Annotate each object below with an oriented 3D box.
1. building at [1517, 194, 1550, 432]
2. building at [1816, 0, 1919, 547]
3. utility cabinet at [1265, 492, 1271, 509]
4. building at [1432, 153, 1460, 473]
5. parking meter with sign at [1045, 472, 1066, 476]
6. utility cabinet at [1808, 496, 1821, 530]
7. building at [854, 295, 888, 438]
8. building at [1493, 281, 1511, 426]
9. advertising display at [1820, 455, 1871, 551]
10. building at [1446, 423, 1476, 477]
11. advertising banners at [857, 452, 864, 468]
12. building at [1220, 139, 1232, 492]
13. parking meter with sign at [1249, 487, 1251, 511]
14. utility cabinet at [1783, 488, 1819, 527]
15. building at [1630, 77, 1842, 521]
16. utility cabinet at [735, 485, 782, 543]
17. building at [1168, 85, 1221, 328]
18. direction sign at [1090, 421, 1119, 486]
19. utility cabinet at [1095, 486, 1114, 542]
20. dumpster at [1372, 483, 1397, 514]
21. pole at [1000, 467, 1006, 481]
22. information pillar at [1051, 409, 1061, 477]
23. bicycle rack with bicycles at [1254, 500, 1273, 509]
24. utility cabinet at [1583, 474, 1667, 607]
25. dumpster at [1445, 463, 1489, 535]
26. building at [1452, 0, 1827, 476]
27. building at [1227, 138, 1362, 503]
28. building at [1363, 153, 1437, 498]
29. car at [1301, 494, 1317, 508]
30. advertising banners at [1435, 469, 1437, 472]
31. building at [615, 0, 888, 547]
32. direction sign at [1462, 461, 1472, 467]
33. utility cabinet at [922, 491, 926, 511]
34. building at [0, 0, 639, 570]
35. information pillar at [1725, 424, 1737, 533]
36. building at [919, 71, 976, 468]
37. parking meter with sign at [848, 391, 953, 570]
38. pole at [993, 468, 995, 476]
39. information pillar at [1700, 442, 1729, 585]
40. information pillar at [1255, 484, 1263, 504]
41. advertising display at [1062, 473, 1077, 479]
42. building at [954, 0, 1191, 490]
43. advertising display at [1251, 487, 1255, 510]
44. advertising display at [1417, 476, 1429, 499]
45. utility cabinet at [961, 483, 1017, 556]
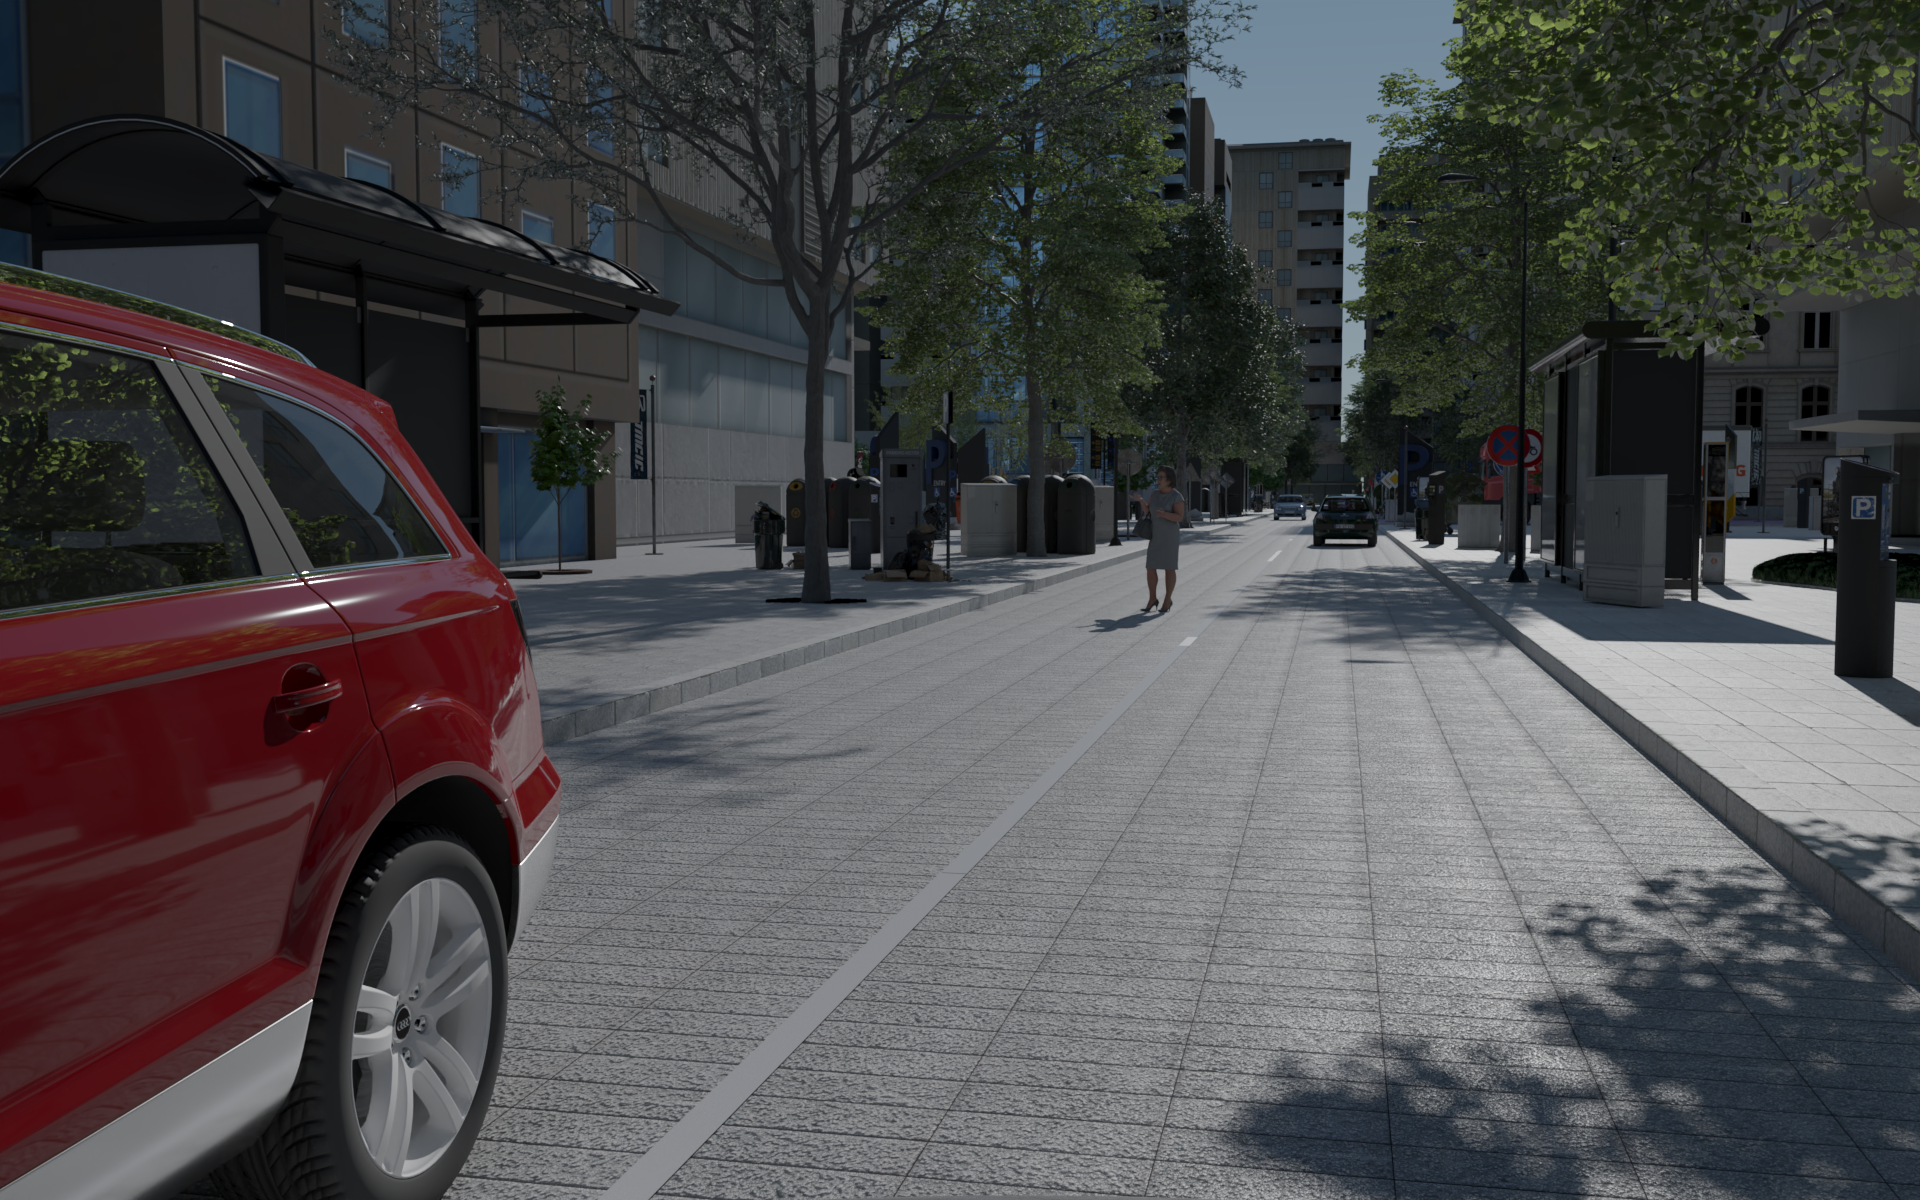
[{"bbox_3d":[39.132,-15.659,105.173,9.793,20.994,18.267,1,4,12],"label":"building"},{"bbox_3d":[33.895,-27.265,35.014,28.713,52.752,27.495,1,4,12],"label":"building"},{"bbox_3d":[27.026,-8.761,151.919,0.318,1.500,1.173,1,4,19],"label":"utility cabinet"},{"bbox_3d":[63.537,-31.963,206.193,14.154,41.232,14.086,1,4,12],"label":"building"},{"bbox_3d":[8.173,-9.489,151.400,1.738,3.016,0.543,1,4,20],"label":"parking meter with sign"},{"bbox_3d":[30.593,-3.065,61.278,1.020,1.237,0.306,0,4,-3],"label":"utility cabinet"},{"bbox_3d":[-20.590,-36.522,220.843,21.600,48.544,21.300,1,4,12],"label":"building"},{"bbox_3d":[47.751,-19.052,130.588,14.460,24.649,34.723,1,4,12],"label":"building"},{"bbox_3d":[14.670,-1.438,28.728,0.123,1.923,0.974,-1,4,-13],"label":"advertising display"},{"bbox_3d":[63.387,-45.831,187.592,20.563,71.187,20.611,1,4,12],"label":"building"},{"bbox_3d":[-4.512,-4.587,71.180,0.090,3.025,2.074,2,4,29],"label":"advertising banners"},{"bbox_3d":[26.056,-34.576,215.430,14.200,45.320,14.600,1,4,12],"label":"building"},{"bbox_3d":[22.197,-8.418,133.893,0.543,3.016,1.738,0,4,-1],"label":"parking meter with sign"},{"bbox_3d":[32.116,-3.515,66.150,1.173,1.500,0.318,2,4,24],"label":"utility cabinet"},{"bbox_3d":[47.916,-16.362,86.610,34.723,24.649,14.460,1,4,12],"label":"building"},{"bbox_3d":[-5.162,-2.184,44.388,1.173,1.500,0.318,0,4,-1],"label":"utility cabinet"},{"bbox_3d":[20.785,-33.225,193.337,14.600,45.320,14.200,1,4,12],"label":"building"},{"bbox_3d":[4.494,-3.788,53.925,0.876,3.537,0.379,0,4,-2],"label":"direction sign"},{"bbox_3d":[3.565,-2.271,45.812,1.173,1.500,0.318,-3,4,-37],"label":"utility cabinet"},{"bbox_3d":[26.911,-6.556,109.687,1.502,2.255,1.985,1,4,12],"label":"dumpster"},{"bbox_3d":[3.195,-8.481,132.511,0.158,3.312,0.155,0,3,0],"label":"pole"},{"bbox_3d":[2.609,-3.425,47.351,0.183,3.616,0.504,-1,4,-22],"label":"information pillar"},{"bbox_3d":[25.009,-8.141,146.480,2.925,0.926,2.852,0,4,8],"label":"bicycle rack with bicycles"},{"bbox_3d":[7.631,-0.688,19.936,0.318,1.500,1.173,-1,4,-12],"label":"utility cabinet"},{"bbox_3d":[16.089,-3.240,55.462,1.502,2.255,1.985,1,4,12],"label":"dumpster"},{"bbox_3d":[61.891,-35.128,163.582,28.713,52.752,27.495,1,4,12],"label":"building"},{"bbox_3d":[45.754,-40.835,256.892,27.495,52.752,28.713,1,4,12],"label":"building"},{"bbox_3d":[68.854,-38.168,247.745,21.600,48.544,21.300,1,4,12],"label":"building"},{"bbox_3d":[36.743,-10.589,183.350,2.015,1.641,3.980,1,4,13],"label":"car"},{"bbox_3d":[33.838,-7.820,124.047,0.090,3.025,2.074,0,4,-1],"label":"advertising banners"},{"bbox_3d":[-18.123,-28.347,52.710,27.495,52.752,28.713,1,4,12],"label":"building"},{"bbox_3d":[34.959,-7.804,119.594,0.379,3.537,0.876,-2,4,-33],"label":"direction sign"},{"bbox_3d":[-2.885,-7.150,125.586,0.318,1.500,1.173,2,4,29],"label":"utility cabinet"},{"bbox_3d":[-14.642,-23.104,27.855,14.600,45.320,14.200,1,4,12],"label":"building"},{"bbox_3d":[25.508,-4.039,57.391,0.183,3.616,0.504,-1,4,-18],"label":"information pillar"},{"bbox_3d":[4.079,-38.105,212.251,27.495,52.752,28.713,1,4,12],"label":"building"},{"bbox_3d":[-1.016,-2.029,29.432,1.738,3.016,0.543,-1,4,-10],"label":"parking meter with sign"},{"bbox_3d":[2.654,-8.691,135.934,0.158,3.312,0.155,0,3,0],"label":"pole"},{"bbox_3d":[10.693,-1.227,24.557,0.304,2.012,0.304,1,4,18],"label":"information pillar"},{"bbox_3d":[21.786,-7.425,125.891,0.304,2.012,0.304,-2,4,-27],"label":"information pillar"},{"bbox_3d":[3.265,-2.986,54.040,0.974,1.923,0.123,-3,4,-36],"label":"advertising display"},{"bbox_3d":[12.466,-52.485,170.800,22.319,86.520,31.000,1,4,12],"label":"building"},{"bbox_3d":[23.275,-8.099,137.637,0.123,1.923,0.974,0,4,-4],"label":"advertising display"},{"bbox_3d":[17.036,-3.519,62.742,0.974,1.923,0.123,-1,4,-8],"label":"advertising display"},{"bbox_3d":[0.600,-1.652,35.692,1.173,1.500,0.318,-2,4,-29],"label":"utility cabinet"}]
